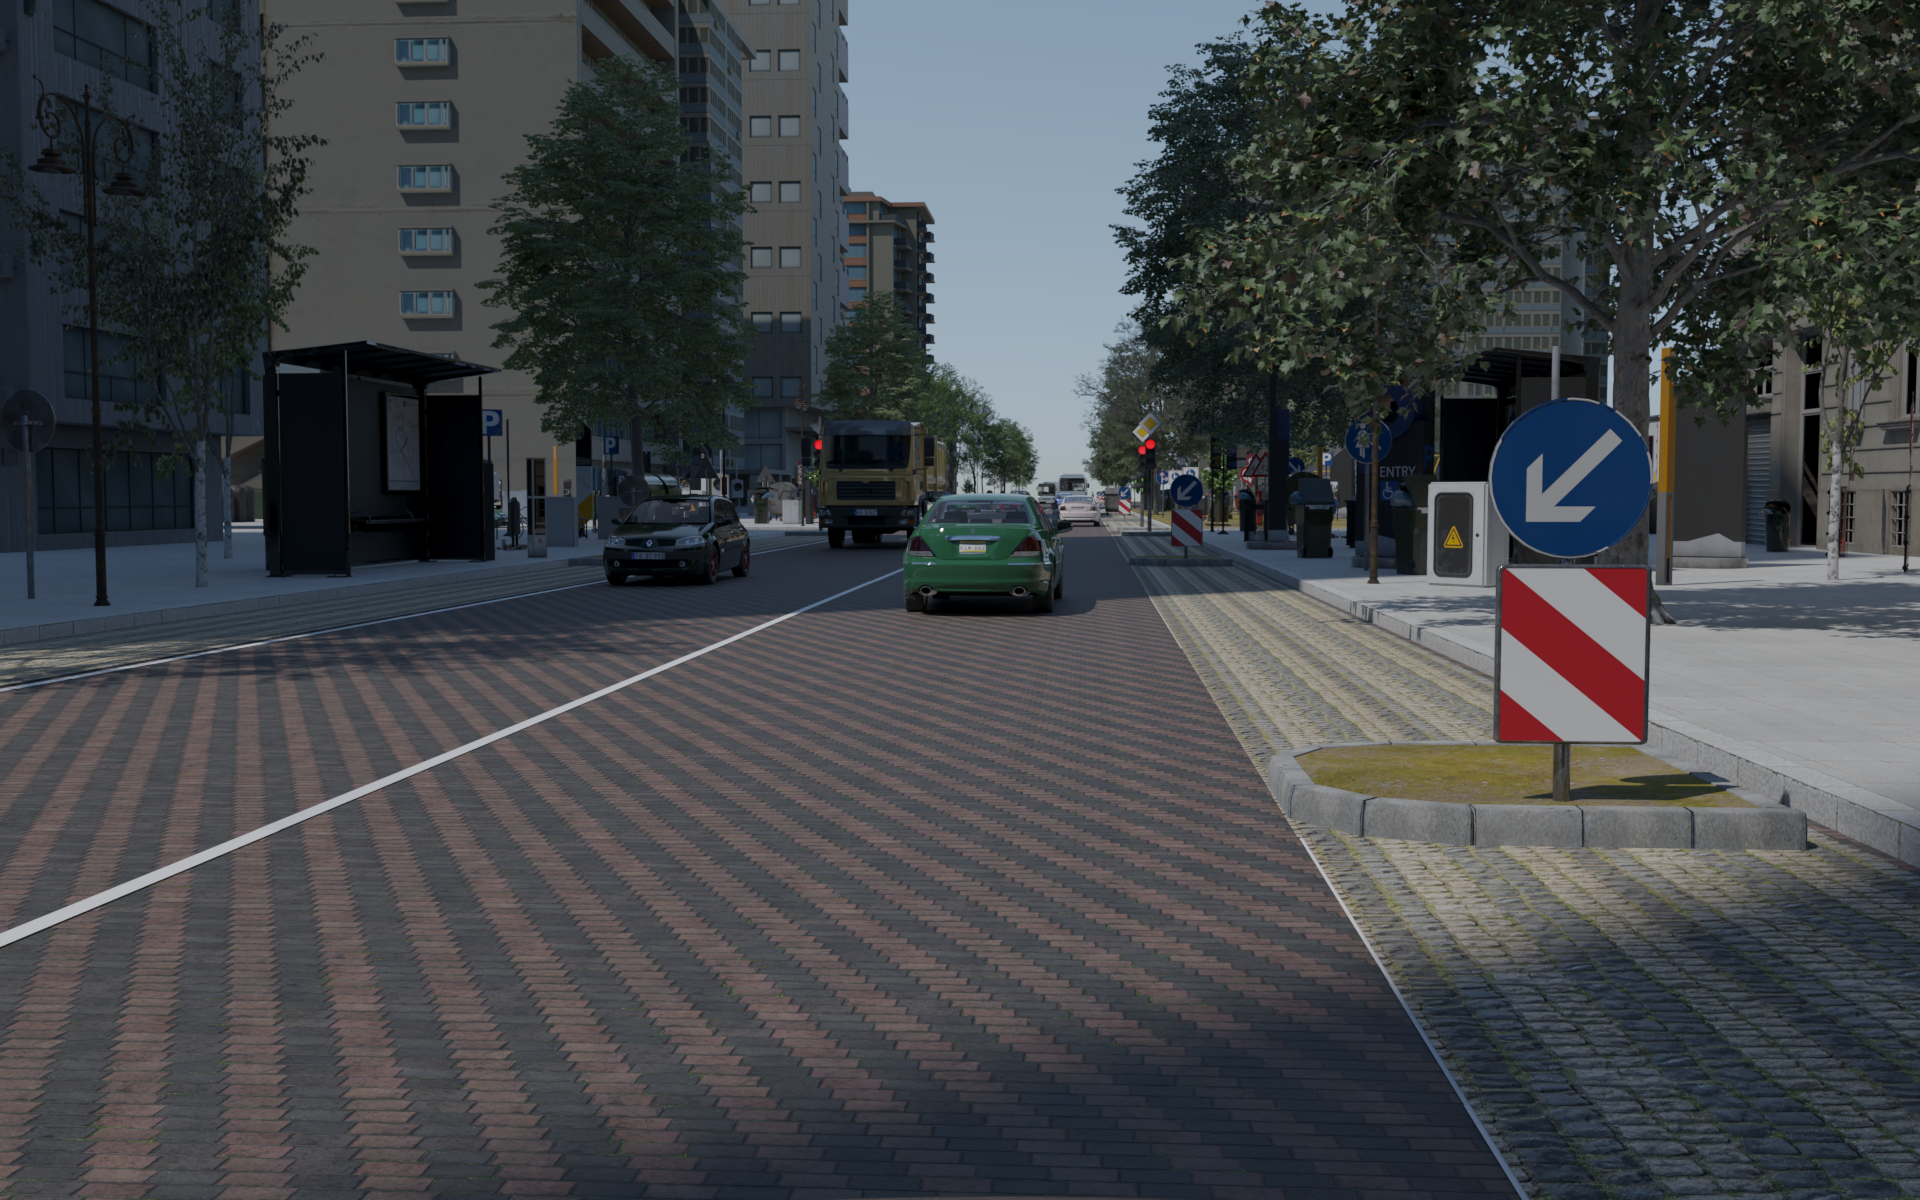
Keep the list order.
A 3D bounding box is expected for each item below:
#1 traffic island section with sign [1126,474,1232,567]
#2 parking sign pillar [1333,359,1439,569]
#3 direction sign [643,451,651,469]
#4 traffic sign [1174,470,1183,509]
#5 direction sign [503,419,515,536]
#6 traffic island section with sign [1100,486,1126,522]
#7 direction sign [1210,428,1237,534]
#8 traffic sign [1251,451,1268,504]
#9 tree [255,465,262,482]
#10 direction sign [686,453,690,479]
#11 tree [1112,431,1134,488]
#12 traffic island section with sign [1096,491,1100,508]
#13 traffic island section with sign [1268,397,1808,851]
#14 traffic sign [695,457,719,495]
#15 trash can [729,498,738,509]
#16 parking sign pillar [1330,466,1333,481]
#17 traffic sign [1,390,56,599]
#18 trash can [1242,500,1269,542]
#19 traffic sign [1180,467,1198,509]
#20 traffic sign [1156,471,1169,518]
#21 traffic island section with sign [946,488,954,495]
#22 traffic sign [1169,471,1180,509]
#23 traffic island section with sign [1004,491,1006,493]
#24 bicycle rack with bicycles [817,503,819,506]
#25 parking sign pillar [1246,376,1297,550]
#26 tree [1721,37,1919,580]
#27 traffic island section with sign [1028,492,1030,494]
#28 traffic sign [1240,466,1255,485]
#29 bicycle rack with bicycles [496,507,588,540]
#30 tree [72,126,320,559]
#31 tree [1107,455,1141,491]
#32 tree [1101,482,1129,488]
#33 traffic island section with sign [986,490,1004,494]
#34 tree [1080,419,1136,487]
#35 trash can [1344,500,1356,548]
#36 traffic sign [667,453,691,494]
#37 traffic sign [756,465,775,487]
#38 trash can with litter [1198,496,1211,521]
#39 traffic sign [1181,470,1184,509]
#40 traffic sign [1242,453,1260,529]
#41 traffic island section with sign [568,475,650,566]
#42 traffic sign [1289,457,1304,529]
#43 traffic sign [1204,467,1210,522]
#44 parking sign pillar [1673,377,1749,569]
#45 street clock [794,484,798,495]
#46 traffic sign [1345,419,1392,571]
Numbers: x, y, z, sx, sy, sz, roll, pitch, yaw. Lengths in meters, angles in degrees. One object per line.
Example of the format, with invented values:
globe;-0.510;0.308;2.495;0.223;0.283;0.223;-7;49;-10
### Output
traffic island section with sign;4.421;-1.610;34.948;1.989;1.847;2.006;0;4;4
parking sign pillar;7.591;-2.553;30.217;1.447;3.967;1.447;3;5;44
direction sign;-16.655;-6.120;92.054;0.379;3.537;0.876;-3;5;-39
traffic sign;11.398;-5.550;90.841;0.768;2.556;0.104;0;4;7
direction sign;-13.723;-3.708;52.616;0.379;3.537;0.876;-1;4;-18
traffic island section with sign;8.457;-5.001;90.393;1.989;1.847;2.006;0;4;4
direction sign;8.376;-3.857;55.053;0.876;3.537;0.379;-1;4;-11
traffic sign;9.326;-3.238;52.941;0.884;2.594;0.081;0;4;5
tree;-21.129;-3.648;54.245;1.663;3.219;1.824;0;3;0
direction sign;-15.180;-6.403;96.679;0.379;3.537;0.876;-2;4;-24
tree;17.405;-13.949;178.432;4.737;8.622;4.395;0;3;0
traffic island section with sign;10.409;-6.645;117.277;1.989;1.847;2.006;0;4;4
traffic island section with sign;2.465;0.043;7.923;1.989;1.847;2.006;0;4;4
traffic sign;-8.731;-3.654;59.753;0.884;2.594;0.081;1;4;13
trash can;-7.702;-2.781;57.117;0.748;1.137;0.748;0;3;0
parking sign pillar;20.062;-6.260;90.823;1.447;3.967;1.447;3;5;43
traffic sign;-11.383;-1.287;21.151;0.768;2.556;0.104;1;4;12
trash can;7.561;-1.993;44.235;0.748;1.137;0.748;0;3;0
traffic sign;8.852;-3.934;66.453;0.606;2.300;0.079;1;4;13
traffic sign;11.041;-5.750;94.122;0.768;2.556;0.104;0;4;7
traffic island section with sign;-0.707;-6.670;117.674;1.989;1.847;2.006;0;4;4
traffic sign;9.476;-4.530;76.199;0.606;2.300;0.079;1;4;8
traffic island section with sign;4.891;-11.393;194.901;1.989;1.847;2.006;0;4;4
bicycle rack with bicycles;-9.161;-6.819;124.866;2.925;0.926;2.852;0;4;0
parking sign pillar;7.405;-3.169;40.290;1.447;3.967;1.447;1;4;11
tree;13.255;-4.598;25.542;4.737;8.622;4.395;0;3;0
traffic island section with sign;10.888;-16.437;277.373;1.989;1.847;2.006;0;4;4
traffic sign;13.002;-4.776;78.186;0.768;2.556;0.104;0;4;8
bicycle rack with bicycles;-11.648;-2.187;49.134;2.852;0.926;2.925;2;4;26
tree;-14.761;-5.125;34.153;4.737;8.622;4.395;0;3;0
tree;21.357;-16.896;226.616;4.360;8.622;3.978;0;3;0
tree;26.453;-22.739;289.905;7.486;12.596;7.792;0;3;0
traffic island section with sign;2.935;-9.749;168.017;1.989;1.847;2.006;0;4;4
tree;19.741;-17.922;210.031;9.611;12.733;9.660;0;3;0
trash can;9.488;-1.804;41.142;0.748;1.137;0.748;0;3;0
traffic sign;-8.436;-3.167;51.892;0.768;2.556;0.104;1;4;12
traffic sign;-8.701;-4.736;77.435;0.884;2.594;0.081;1;4;8
trash can with litter;12.954;-5.062;93.819;1.678;1.210;2.233;-1;4;-20
traffic sign;11.813;-5.607;91.776;0.768;2.556;0.104;1;4;11
traffic sign;9.312;-3.336;54.550;0.884;2.594;0.081;0;4;8
traffic island section with sign;-6.710;-1.623;35.165;1.989;1.847;2.006;0;4;4
traffic sign;11.429;-3.621;59.308;0.768;2.556;0.104;1;4;10
traffic sign;11.612;-4.935;80.801;0.768;2.556;0.104;1;4;13
parking sign pillar;13.033;-2.556;30.267;1.447;3.967;1.447;2;4;32
street clock;-11.407;-7.083;120.371;0.358;2.002;0.471;-1;4;-15
traffic sign;6.806;-1.764;28.944;0.768;2.556;0.104;1;4;9
